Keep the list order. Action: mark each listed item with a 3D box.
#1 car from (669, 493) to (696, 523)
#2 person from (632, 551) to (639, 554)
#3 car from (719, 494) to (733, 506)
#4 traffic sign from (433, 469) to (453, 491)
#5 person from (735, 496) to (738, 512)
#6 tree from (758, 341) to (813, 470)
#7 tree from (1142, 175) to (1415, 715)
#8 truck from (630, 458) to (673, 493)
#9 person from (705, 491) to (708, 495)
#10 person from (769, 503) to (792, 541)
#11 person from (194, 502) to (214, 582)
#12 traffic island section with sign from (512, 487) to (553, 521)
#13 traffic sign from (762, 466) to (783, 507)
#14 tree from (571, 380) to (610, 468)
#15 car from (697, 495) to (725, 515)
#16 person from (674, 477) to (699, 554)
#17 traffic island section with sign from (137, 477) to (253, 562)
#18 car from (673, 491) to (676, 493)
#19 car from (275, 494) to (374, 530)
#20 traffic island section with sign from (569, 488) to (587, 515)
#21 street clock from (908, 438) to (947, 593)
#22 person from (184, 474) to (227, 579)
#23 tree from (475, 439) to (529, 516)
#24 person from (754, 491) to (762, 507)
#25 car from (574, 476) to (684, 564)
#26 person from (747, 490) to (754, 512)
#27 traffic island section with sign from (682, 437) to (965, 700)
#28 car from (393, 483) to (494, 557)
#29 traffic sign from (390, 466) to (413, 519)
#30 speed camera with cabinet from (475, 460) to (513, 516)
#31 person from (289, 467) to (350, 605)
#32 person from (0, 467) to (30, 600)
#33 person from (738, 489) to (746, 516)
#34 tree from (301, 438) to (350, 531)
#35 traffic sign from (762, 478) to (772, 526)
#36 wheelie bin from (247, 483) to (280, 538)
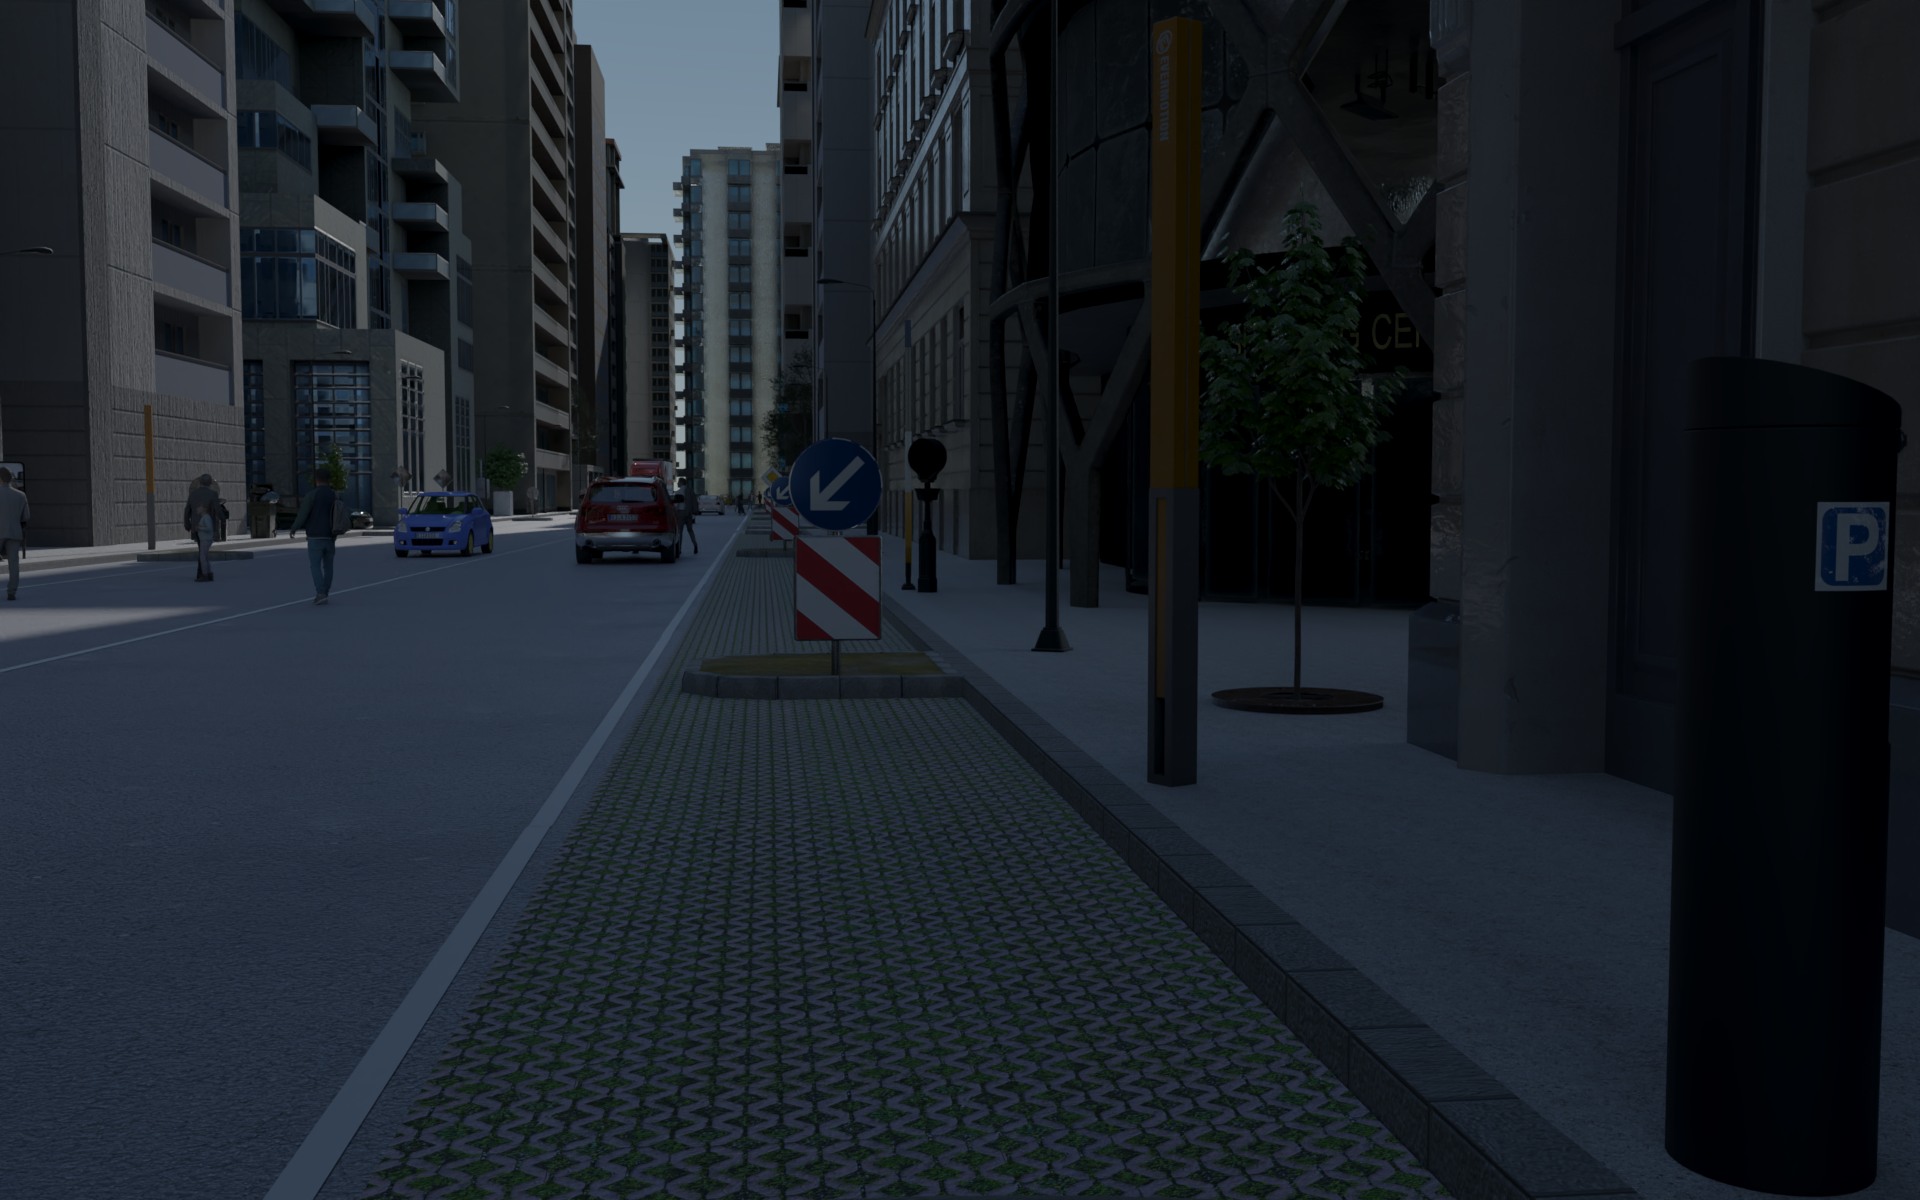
[{"bbox_3d":[-13.693,-4.540,83.269,2.155,1.783,4.494,0,4,-5],"label":"car"},{"bbox_3d":[-7.868,-2.033,41.868,0.709,1.813,0.853,-3,4,-37],"label":"person"},{"bbox_3d":[-29.000,-12.457,213.887,2.015,1.641,3.980,0,4,-6],"label":"car"},{"bbox_3d":[-20.429,-3.965,68.473,0.795,2.450,0.064,0,4,-7],"label":"traffic sign"},{"bbox_3d":[-17.712,-7.636,137.616,0.475,1.303,0.640,2,4,28],"label":"person"},{"bbox_3d":[-9.155,-10.531,106.590,7.601,10.594,8.767,-3,5,-42],"label":"tree"},{"bbox_3d":[2.164,-0.976,10.561,1.663,3.219,1.824,0,3,0],"label":"tree"},{"bbox_3d":[-24.600,-9.124,138.088,2.839,4.237,11.283,0,4,-5],"label":"truck"},{"bbox_3d":[-28.237,-11.273,193.369,0.434,1.755,0.990,-2,4,-28],"label":"person"},{"bbox_3d":[-5.351,-2.662,52.124,0.778,1.811,0.616,-3,5,-40],"label":"person"},{"bbox_3d":[-12.362,-0.950,28.313,0.425,1.301,0.394,3,5,39],"label":"person"},{"bbox_3d":[-22.933,-5.161,93.012,1.989,1.847,2.006,0,4,-7],"label":"traffic island section with sign"},{"bbox_3d":[-6.707,-3.568,61.980,0.795,2.450,0.064,0,4,-7],"label":"traffic sign"},{"bbox_3d":[-30.834,-12.079,131.901,8.767,10.594,7.601,0,4,-8],"label":"tree"},{"bbox_3d":[-17.037,-6.454,117.887,2.083,1.381,4.827,0,4,-5],"label":"car"},{"bbox_3d":[-6.555,-2.011,41.487,0.679,1.850,0.850,-3,5,-44],"label":"person"},{"bbox_3d":[-16.604,-1.784,37.792,1.989,1.847,2.006,0,4,-7],"label":"traffic island section with sign"},{"bbox_3d":[-33.084,-11.864,202.649,2.281,1.827,5.304,0,4,-6],"label":"car"},{"bbox_3d":[-23.805,-3.297,63.698,4.222,1.686,2.009,0,4,-7],"label":"car"},{"bbox_3d":[-26.056,-6.831,120.315,1.989,1.847,2.006,0,4,-7],"label":"traffic island section with sign"},{"bbox_3d":[-0.424,-1.100,22.549,0.471,2.002,0.358,2,4,33],"label":"street clock"},{"bbox_3d":[-12.839,-1.262,29.531,0.661,1.777,0.834,0,4,1],"label":"person"},{"bbox_3d":[-27.474,-7.361,104.058,4.285,4.588,4.351,0,3,0],"label":"tree"},{"bbox_3d":[-22.186,-11.107,190.622,0.750,1.759,0.617,-2,4,-31],"label":"person"},{"bbox_3d":[-7.100,-1.750,37.278,2.281,1.827,5.304,0,4,-7],"label":"car"},{"bbox_3d":[-16.860,-7.971,139.666,0.563,1.720,0.643,-3,4,-36],"label":"person"},{"bbox_3d":[-1.062,-0.264,12.946,1.989,1.847,2.006,0,4,-7],"label":"traffic island section with sign"},{"bbox_3d":[-12.070,-1.894,40.550,1.945,1.707,3.694,0,4,-5],"label":"car"},{"bbox_3d":[-19.520,-3.480,60.539,0.795,2.450,0.064,0,4,-7],"label":"traffic sign"},{"bbox_3d":[-26.895,-6.460,99.964,2.038,3.252,0.660,0,4,4],"label":"speed camera with cabinet"},{"bbox_3d":[-8.331,-0.843,22.636,0.721,1.781,0.623,2,4,31],"label":"person"},{"bbox_3d":[-12.956,-0.900,23.413,0.583,1.804,0.606,2,4,31],"label":"person"},{"bbox_3d":[-14.605,-6.521,115.544,0.576,1.772,0.534,2,4,32],"label":"person"},{"bbox_3d":[-21.568,-3.984,59.743,1.663,3.219,1.824,0,3,0],"label":"tree"},{"bbox_3d":[-7.616,-4.053,69.914,0.795,2.450,0.064,0,4,-7],"label":"traffic sign"},{"bbox_3d":[-20.249,-2.593,50.308,0.980,1.594,0.693,0,4,-4],"label":"wheelie bin"}]
